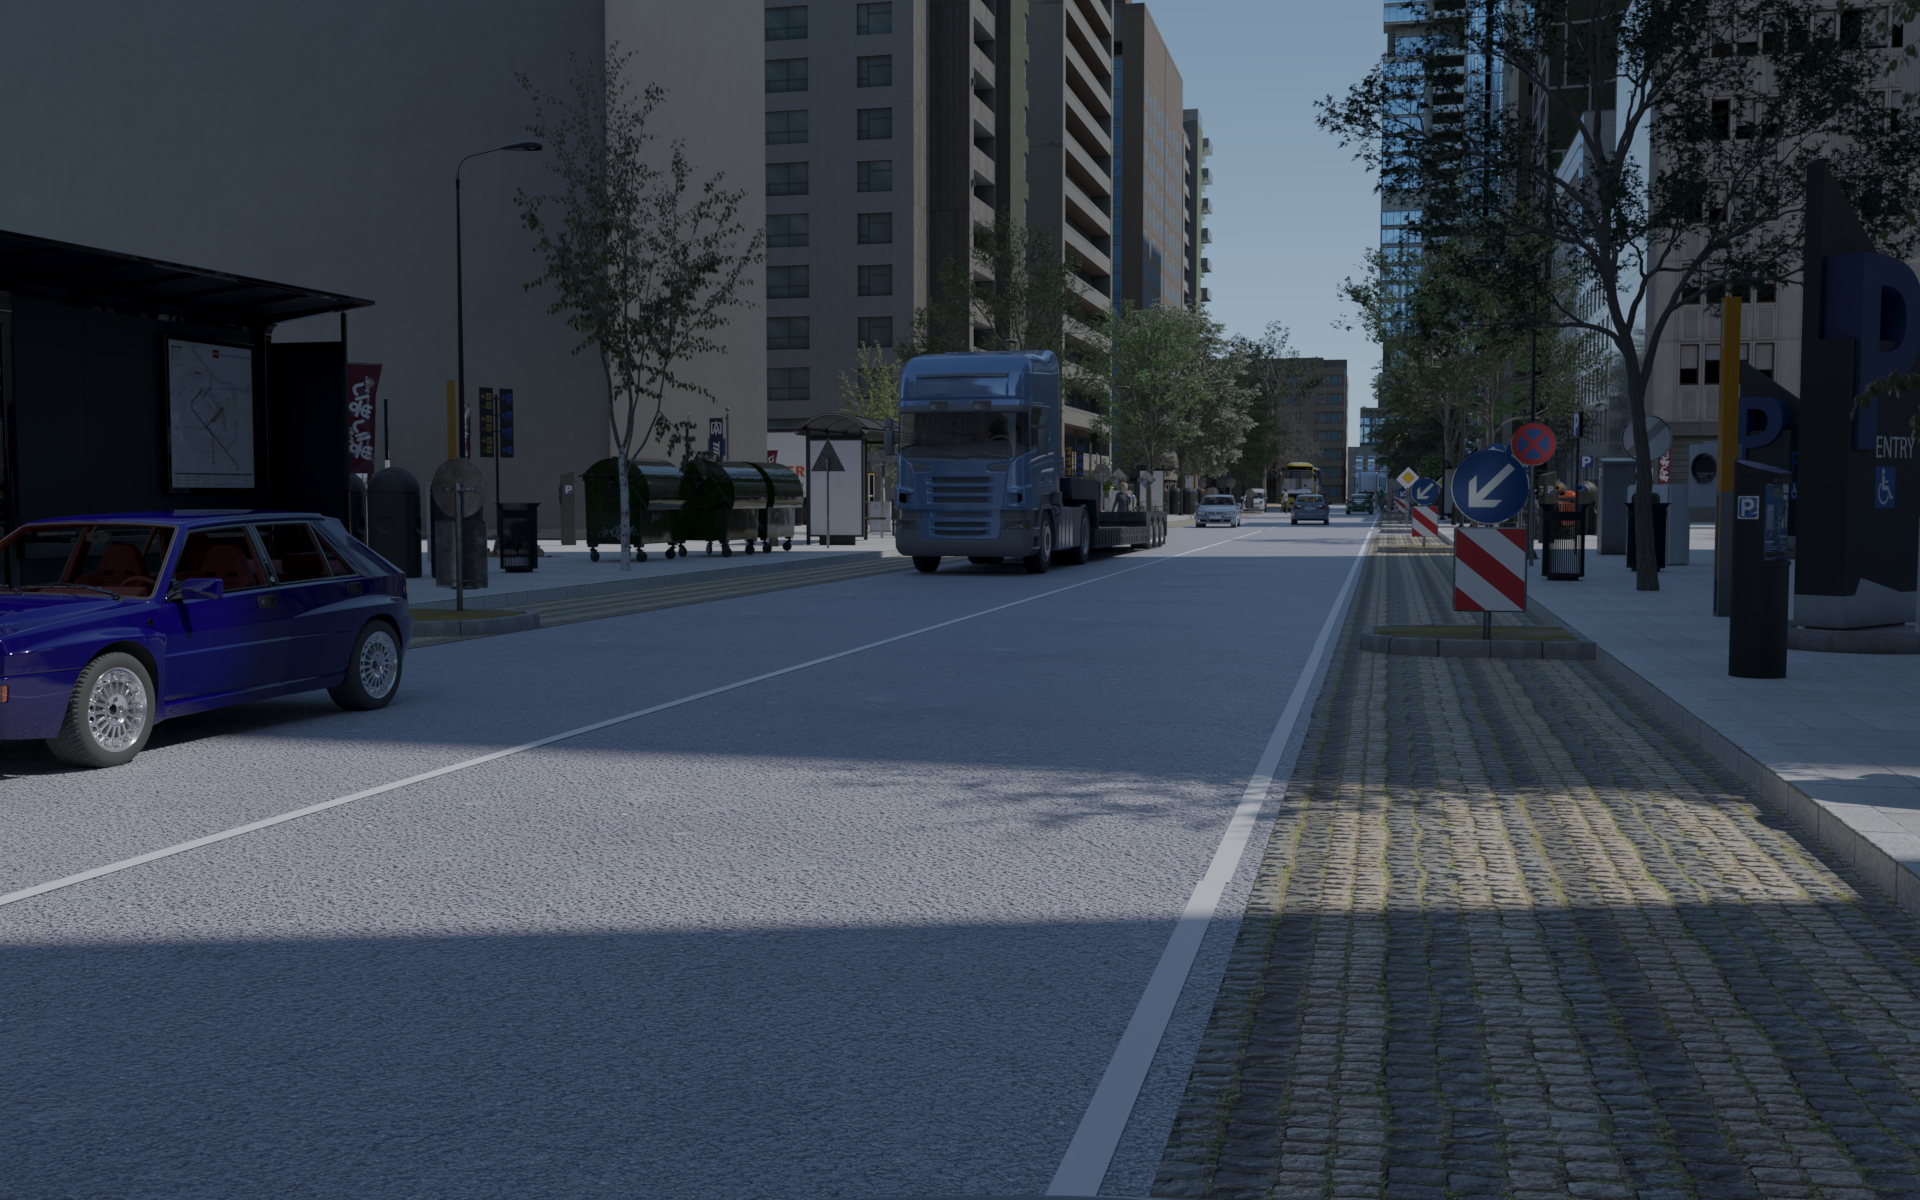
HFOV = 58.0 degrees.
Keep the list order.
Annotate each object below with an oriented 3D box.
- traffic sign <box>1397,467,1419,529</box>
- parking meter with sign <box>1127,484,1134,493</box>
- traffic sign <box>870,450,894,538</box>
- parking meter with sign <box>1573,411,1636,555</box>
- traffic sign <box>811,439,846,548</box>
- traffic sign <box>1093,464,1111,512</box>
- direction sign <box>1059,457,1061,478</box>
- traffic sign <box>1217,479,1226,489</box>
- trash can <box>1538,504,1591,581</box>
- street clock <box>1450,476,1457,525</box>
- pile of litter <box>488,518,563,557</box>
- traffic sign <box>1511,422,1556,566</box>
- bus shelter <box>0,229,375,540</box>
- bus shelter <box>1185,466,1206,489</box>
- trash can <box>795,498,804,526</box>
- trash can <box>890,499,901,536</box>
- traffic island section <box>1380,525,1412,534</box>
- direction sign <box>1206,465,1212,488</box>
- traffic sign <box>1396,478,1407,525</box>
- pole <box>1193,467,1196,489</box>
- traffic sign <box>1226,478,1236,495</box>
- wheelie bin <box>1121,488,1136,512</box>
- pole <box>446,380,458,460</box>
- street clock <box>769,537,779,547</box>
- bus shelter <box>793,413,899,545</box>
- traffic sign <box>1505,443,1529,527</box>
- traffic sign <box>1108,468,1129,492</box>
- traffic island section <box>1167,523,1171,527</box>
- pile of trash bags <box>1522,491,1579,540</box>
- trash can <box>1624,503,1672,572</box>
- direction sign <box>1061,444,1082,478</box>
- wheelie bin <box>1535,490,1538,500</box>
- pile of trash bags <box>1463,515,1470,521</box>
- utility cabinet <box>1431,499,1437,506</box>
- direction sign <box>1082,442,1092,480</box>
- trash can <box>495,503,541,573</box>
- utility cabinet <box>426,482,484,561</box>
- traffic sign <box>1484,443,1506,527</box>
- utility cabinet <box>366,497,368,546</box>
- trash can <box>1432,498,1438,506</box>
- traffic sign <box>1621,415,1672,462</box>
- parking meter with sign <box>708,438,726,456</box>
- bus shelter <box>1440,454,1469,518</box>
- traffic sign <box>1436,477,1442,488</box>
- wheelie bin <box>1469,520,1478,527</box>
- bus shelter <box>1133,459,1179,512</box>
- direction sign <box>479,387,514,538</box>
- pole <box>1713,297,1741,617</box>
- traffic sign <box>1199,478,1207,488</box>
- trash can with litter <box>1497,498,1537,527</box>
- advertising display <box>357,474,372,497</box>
[{"bbox_3d":[16.570,-3.695,64.057,0.795,2.450,0.064,1,4,14],"label":"traffic sign"},{"bbox_3d":[12.584,-8.132,129.220,1.738,3.016,0.543,0,4,-7],"label":"parking meter with sign"},{"bbox_3d":[-2.264,-3.060,50.139,0.768,2.556,0.104,1,4,23],"label":"traffic sign"},{"bbox_3d":[13.850,-2.460,36.475,1.738,3.016,0.543,0,4,7],"label":"parking meter with sign"},{"bbox_3d":[-3.108,-2.493,40.761,0.884,2.594,0.081,1,4,21],"label":"traffic sign"},{"bbox_3d":[6.072,-4.532,74.207,0.768,2.556,0.104,1,4,19],"label":"traffic sign"},{"bbox_3d":[5.942,-6.938,105.427,0.876,3.537,0.379,-2,4,-32],"label":"direction sign"},{"bbox_3d":[22.412,-9.067,148.352,0.768,2.556,0.104,1,4,22],"label":"traffic sign"},{"bbox_3d":[8.968,-0.861,25.732,0.748,1.137,0.748,0,3,0],"label":"trash can"},{"bbox_3d":[20.303,-4.072,71.152,0.358,2.002,0.471,2,4,25],"label":"street clock"},{"bbox_3d":[-9.016,-1.308,35.350,1.719,0.858,1.176,1,4,17],"label":"pile of litter"},{"bbox_3d":[10.192,-1.879,30.829,0.768,2.556,0.104,1,4,18],"label":"traffic sign"},{"bbox_3d":[-8.674,-1.657,18.374,1.731,3.624,6.357,1,4,14],"label":"bus shelter"},{"bbox_3d":[16.989,-8.136,126.952,2.014,3.302,5.546,1,4,14],"label":"bus shelter"},{"bbox_3d":[-6.615,-3.553,69.750,0.748,1.137,0.748,0,3,0],"label":"trash can"},{"bbox_3d":[-1.695,-2.395,50.818,0.748,1.137,0.748,0,3,0],"label":"trash can"},{"bbox_3d":[16.594,-2.559,64.128,2.009,0.180,2.903,1,4,14],"label":"traffic island section"},{"bbox_3d":[17.902,-8.112,124.634,0.379,3.537,0.876,-1,4,-19],"label":"direction sign"},{"bbox_3d":[18.483,-4.169,71.810,0.795,2.450,0.064,1,4,14],"label":"traffic sign"},{"bbox_3d":[16.354,-7.761,120.735,0.158,3.312,0.155,0,3,0],"label":"pole"},{"bbox_3d":[21.625,-8.450,138.267,0.768,2.556,0.104,1,4,15],"label":"traffic sign"},{"bbox_3d":[8.655,-5.006,89.751,0.980,1.594,0.693,1,4,17],"label":"wheelie bin"},{"bbox_3d":[-9.101,-2.279,31.103,0.158,3.312,0.155,0,3,0],"label":"pole"},{"bbox_3d":[-4.547,-2.301,42.184,0.471,2.002,0.358,-2,4,-30],"label":"street clock"},{"bbox_3d":[-2.539,-3.175,45.831,2.014,3.302,5.546,1,4,14],"label":"bus shelter"},{"bbox_3d":[13.066,-2.463,40.381,0.768,2.556,0.104,2,4,23],"label":"traffic sign"},{"bbox_3d":[6.093,-3.854,66.653,0.795,2.450,0.064,1,4,14],"label":"traffic sign"},{"bbox_3d":[7.982,-3.192,74.474,2.009,0.180,2.903,1,4,14],"label":"traffic island section"},{"bbox_3d":[16.510,-2.379,48.647,1.912,1.369,3.447,0,4,-4],"label":"pile of trash bags"},{"bbox_3d":[11.370,-1.041,28.682,0.748,1.137,0.748,0,3,0],"label":"trash can"},{"bbox_3d":[5.203,-5.322,79.008,0.876,3.537,0.379,1,4,17],"label":"direction sign"},{"bbox_3d":[39.741,-6.830,119.572,0.693,1.594,0.980,0,4,5],"label":"wheelie bin"},{"bbox_3d":[23.991,-4.307,80.168,1.912,1.369,3.447,0,3,0],"label":"pile of trash bags"},{"bbox_3d":[38.035,-7.864,139.736,1.020,1.237,0.306,1,4,22],"label":"utility cabinet"},{"bbox_3d":[5.663,-5.092,75.256,0.379,3.537,0.876,1,4,10],"label":"direction sign"},{"bbox_3d":[-7.235,-1.024,28.388,0.748,1.137,0.748,0,3,0],"label":"trash can"},{"bbox_3d":[-9.477,-1.460,32.552,1.173,1.500,0.318,2,4,28],"label":"utility cabinet"},{"bbox_3d":[13.463,-2.659,43.587,0.768,2.556,0.104,1,4,19],"label":"traffic sign"},{"bbox_3d":[-13.621,-1.787,40.379,1.020,1.237,0.306,-2,4,-24],"label":"utility cabinet"},{"bbox_3d":[37.721,-7.674,137.122,0.748,1.137,0.748,0,3,0],"label":"trash can"},{"bbox_3d":[11.019,-1.697,27.857,0.768,2.556,0.104,1,4,16],"label":"traffic sign"},{"bbox_3d":[-7.681,-3.492,53.359,0.543,3.016,1.738,0,4,6],"label":"parking meter with sign"},{"bbox_3d":[26.063,-5.887,90.176,2.014,3.302,5.546,1,4,14],"label":"bus shelter"},{"bbox_3d":[31.974,-6.957,114.937,0.795,2.450,0.064,1,4,18],"label":"traffic sign"},{"bbox_3d":[18.307,-3.238,60.854,0.980,1.594,0.693,3,5,44],"label":"wheelie bin"},{"bbox_3d":[11.632,-6.654,102.712,2.014,3.302,5.546,1,4,14],"label":"bus shelter"},{"bbox_3d":[-9.903,-2.757,37.067,0.379,3.537,0.876,3,4,36],"label":"direction sign"},{"bbox_3d":[7.995,-1.481,18.050,0.158,3.312,0.155,0,3,0],"label":"pole"},{"bbox_3d":[18.972,-8.286,135.577,0.768,2.556,0.104,1,4,14],"label":"traffic sign"},{"bbox_3d":[13.315,-1.861,41.820,1.055,1.170,0.624,-3,5,-43],"label":"trash can with litter"},{"bbox_3d":[-15.438,-2.422,44.811,0.123,1.923,0.974,-3,5,-40],"label":"advertising display"}]
